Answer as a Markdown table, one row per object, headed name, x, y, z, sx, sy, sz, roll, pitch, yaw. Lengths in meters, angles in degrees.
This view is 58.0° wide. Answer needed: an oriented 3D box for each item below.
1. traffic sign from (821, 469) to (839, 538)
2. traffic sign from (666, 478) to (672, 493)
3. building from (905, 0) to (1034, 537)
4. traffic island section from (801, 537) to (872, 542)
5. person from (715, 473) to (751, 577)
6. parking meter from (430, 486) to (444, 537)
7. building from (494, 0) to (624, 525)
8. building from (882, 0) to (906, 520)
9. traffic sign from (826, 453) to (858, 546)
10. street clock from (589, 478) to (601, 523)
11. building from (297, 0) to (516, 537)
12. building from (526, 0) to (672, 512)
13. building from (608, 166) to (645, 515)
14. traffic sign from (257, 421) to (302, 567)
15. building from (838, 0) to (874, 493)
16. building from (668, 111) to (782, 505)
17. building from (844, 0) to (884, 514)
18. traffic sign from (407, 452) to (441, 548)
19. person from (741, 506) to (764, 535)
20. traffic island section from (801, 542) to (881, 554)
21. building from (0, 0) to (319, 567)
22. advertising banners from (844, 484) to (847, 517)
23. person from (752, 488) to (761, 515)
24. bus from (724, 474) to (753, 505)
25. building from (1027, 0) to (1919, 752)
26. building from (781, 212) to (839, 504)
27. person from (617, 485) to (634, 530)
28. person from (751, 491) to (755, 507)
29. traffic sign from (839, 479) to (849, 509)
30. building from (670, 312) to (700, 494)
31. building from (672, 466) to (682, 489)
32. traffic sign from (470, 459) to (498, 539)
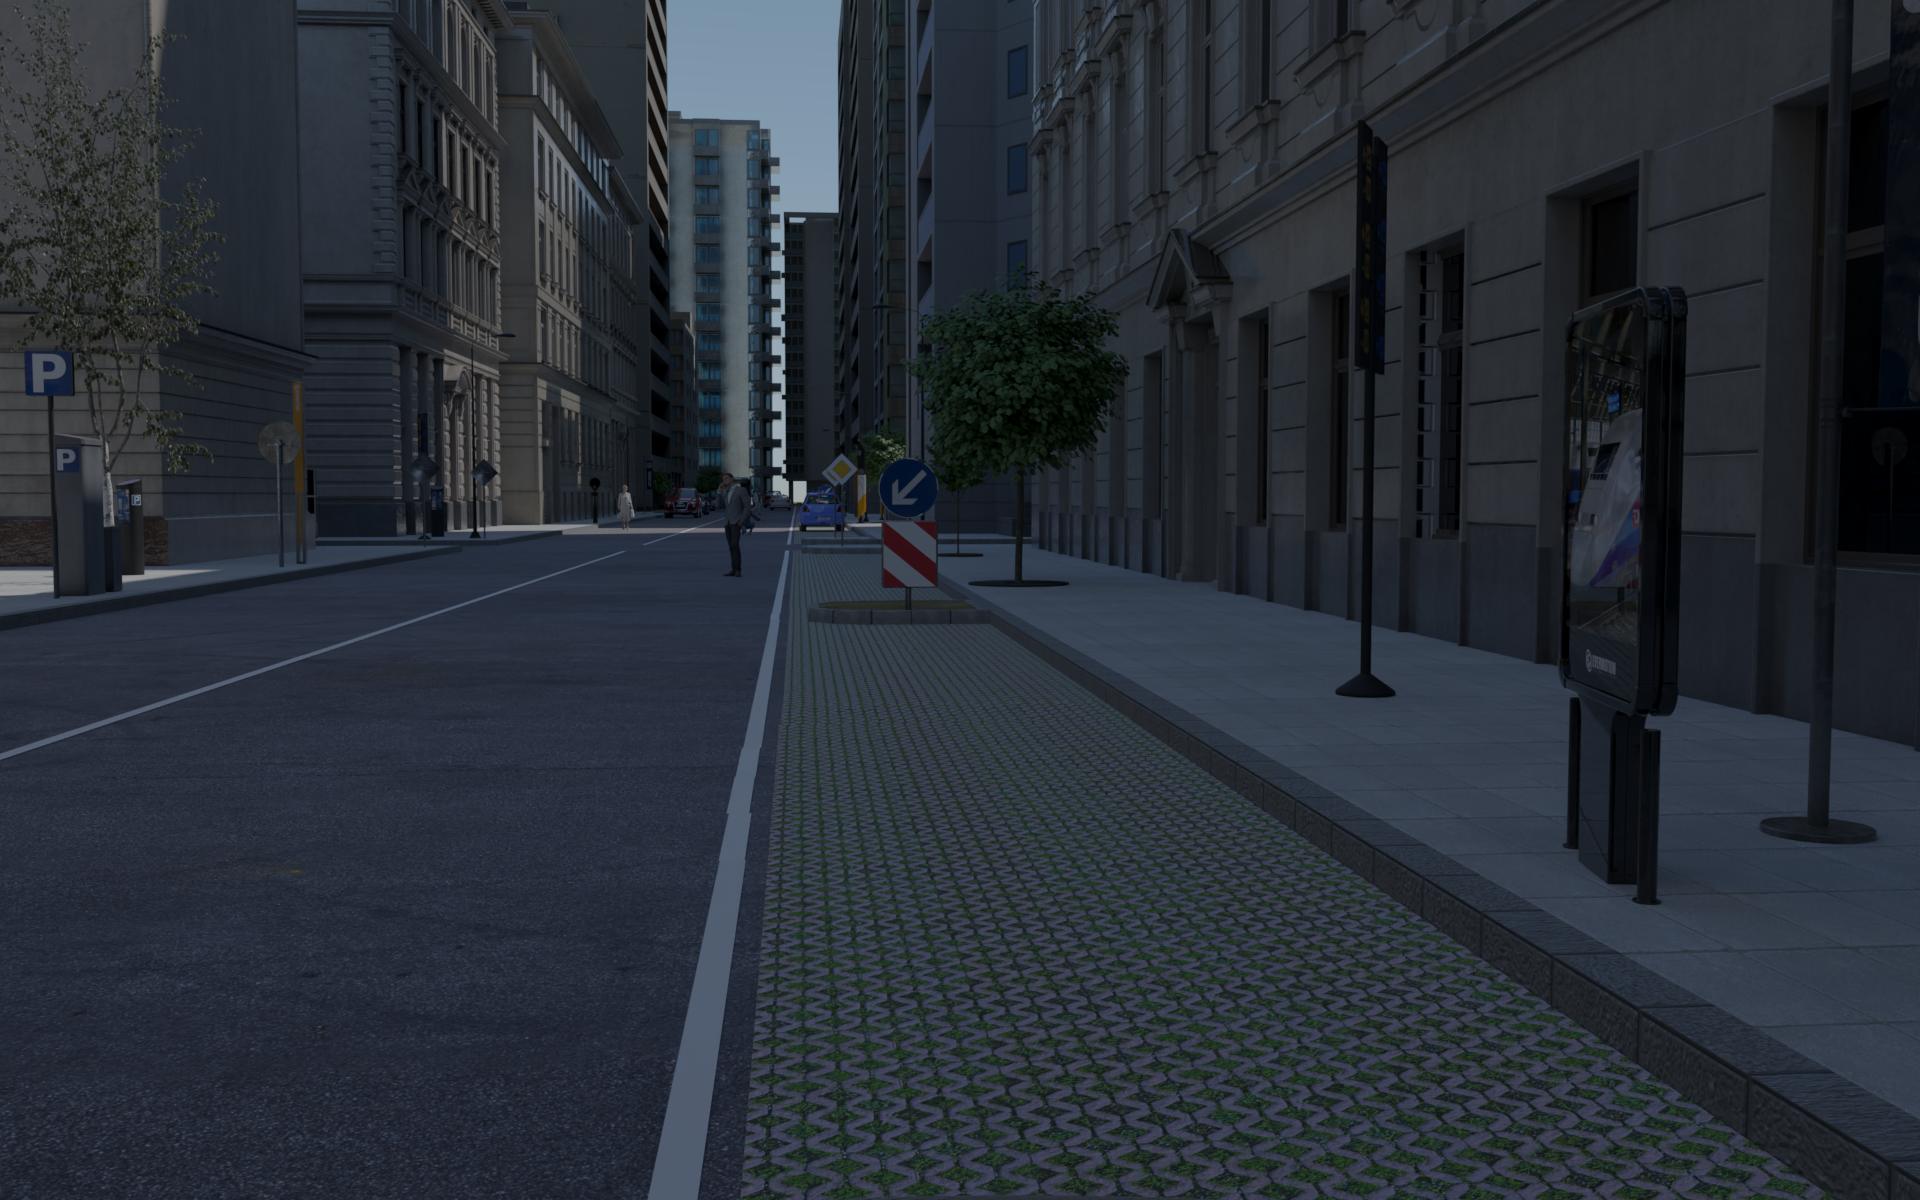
| name | x | y | z | sx | sy | sz | roll | pitch | yaw |
| --- | --- | --- | --- | --- | --- | --- | --- | --- | --- |
| traffic sign | -3.634 | -2.858 | 50.368 | 0.795 | 2.450 | 0.064 | 0 | 4 | -5 |
| traffic sign | -20.288 | -7.260 | 119.891 | 0.795 | 2.450 | 0.064 | 0 | 4 | -5 |
| building | 12.703 | -31.671 | 59.827 | 28.212 | 58.520 | 21.231 | 0 | 4 | -5 |
| traffic island section | -3.611 | -1.723 | 50.447 | 2.009 | 0.180 | 2.903 | 0 | 4 | -5 |
| person | -3.953 | -1.313 | 30.142 | 0.473 | 1.802 | 0.592 | -3 | 4 | -39 |
| parking meter | -15.633 | -2.654 | 51.803 | 0.372 | 1.533 | 0.369 | 0 | 3 | 0 |
| building | -25.907 | -15.355 | 84.338 | 16.112 | 22.955 | 30.059 | 0 | 4 | -5 |
| building | 2.889 | -19.502 | 90.559 | 14.160 | 30.474 | 14.107 | 0 | 4 | -5 |
| traffic sign | -2.889 | -2.372 | 42.418 | 0.795 | 2.450 | 0.064 | 0 | 4 | -5 |
| street clock | -16.074 | -4.387 | 76.291 | 0.471 | 2.002 | 0.358 | -1 | 4 | -16 |
| building | -22.387 | -14.111 | 59.587 | 11.050 | 23.489 | 19.941 | 0 | 4 | -5 |
| building | -33.971 | -31.182 | 133.524 | 21.300 | 48.544 | 21.600 | 0 | 4 | -5 |
| building | -26.265 | -17.160 | 109.441 | 11.050 | 23.489 | 19.941 | 0 | 4 | -5 |
| traffic sign | -11.892 | -1.846 | 30.283 | 0.768 | 2.556 | 0.104 | 0 | 4 | -1 |
| building | -0.317 | -32.814 | 160.205 | 21.300 | 48.544 | 21.600 | 0 | 4 | -5 |
| building | -37.932 | -36.663 | 219.043 | 30.456 | 49.044 | 23.786 | 0 | 4 | -5 |
| building | 2.669 | -41.374 | 114.718 | 20.563 | 71.187 | 20.611 | 0 | 4 | -5 |
| traffic sign | -12.842 | -2.316 | 41.509 | 0.795 | 2.450 | 0.064 | 0 | 4 | -5 |
| person | -7.376 | -2.861 | 60.783 | 1.012 | 1.151 | 0.738 | -1 | 4 | -20 |
| traffic island section | -2.866 | -1.236 | 42.497 | 2.009 | 0.180 | 2.903 | 0 | 4 | -5 |
| building | -23.523 | -10.361 | 34.030 | 19.286 | 19.102 | 10.561 | 0 | 4 | -5 |
| advertising banners | -6.595 | -6.304 | 99.251 | 0.090 | 3.025 | 2.074 | 0 | 4 | -7 |
| person | -13.892 | -6.703 | 117.967 | 0.818 | 1.842 | 0.514 | 1 | 4 | 9 |
| bus | -23.242 | -11.439 | 181.893 | 2.948 | 3.499 | 13.247 | 0 | 4 | -7 |
| building | 11.561 | -14.905 | 20.108 | 17.030 | 29.872 | 44.131 | 0 | 4 | -5 |
| building | -11.137 | -32.623 | 225.260 | 23.993 | 40.220 | 32.217 | 0 | 4 | -5 |
| person | -13.291 | -3.673 | 68.913 | 0.694 | 1.780 | 0.624 | 0 | 4 | 1 |
| person | -23.400 | -11.477 | 196.143 | 0.705 | 1.824 | 1.348 | 1 | 4 | 21 |
| traffic sign | -7.281 | -6.578 | 107.660 | 0.768 | 2.556 | 0.104 | 0 | 4 | 3 |
| building | -43.013 | -20.705 | 183.566 | 28.899 | 21.520 | 27.650 | 0 | 4 | -5 |
| building | -35.656 | -43.768 | 153.857 | 20.563 | 71.187 | 20.611 | 0 | 4 | -5 |
| traffic sign | -13.587 | -2.802 | 49.460 | 0.795 | 2.450 | 0.064 | 0 | 4 | -5 |
